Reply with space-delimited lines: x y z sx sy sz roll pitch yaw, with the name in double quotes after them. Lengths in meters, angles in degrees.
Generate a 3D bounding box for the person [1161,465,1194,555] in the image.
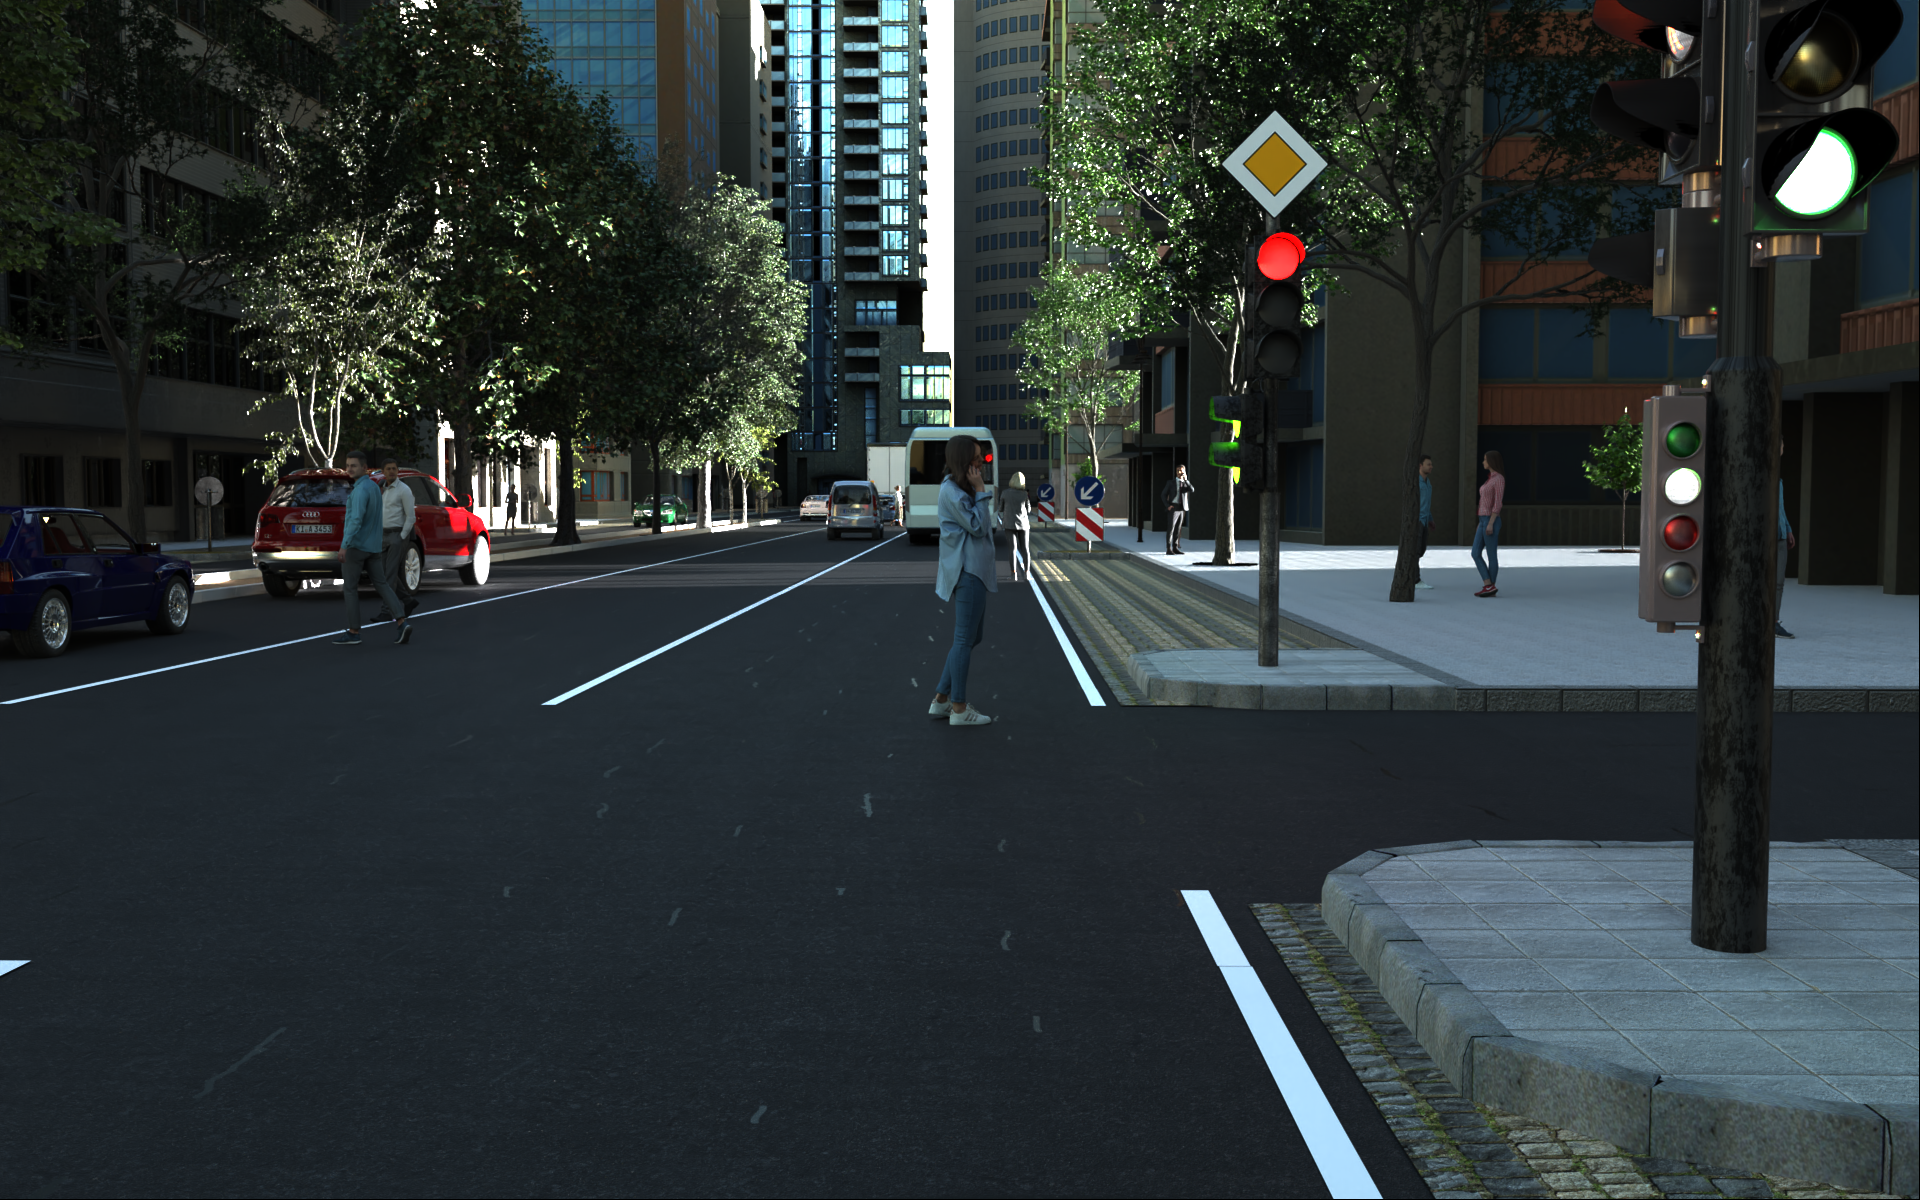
4.625 -1.915 36.719 0.648 1.900 0.474 -2 4 -31 "person"

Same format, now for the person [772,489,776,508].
-17.069 -9.360 159.794 0.721 1.743 1.217 0 4 -5 "person"

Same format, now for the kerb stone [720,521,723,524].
-11.309 -3.585 80.817 0.120 0.150 1.000 0 4 1 "kerb stone"

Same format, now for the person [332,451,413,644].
-5.633 -0.497 16.481 0.748 1.841 0.638 1 4 14 "person"

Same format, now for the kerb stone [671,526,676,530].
-11.488 -2.832 68.497 0.120 0.150 1.000 0 4 1 "kerb stone"

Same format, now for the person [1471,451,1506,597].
6.592 -0.952 21.626 0.388 1.821 0.555 -1 4 -10 "person"

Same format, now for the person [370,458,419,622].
-6.430 -0.671 19.577 0.679 1.850 0.850 2 4 24 "person"

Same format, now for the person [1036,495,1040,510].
6.397 -8.310 142.629 0.721 1.735 1.217 0 4 -8 "person"

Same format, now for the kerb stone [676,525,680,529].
-11.476 -2.895 69.531 0.120 0.150 1.000 0 4 1 "kerb stone"

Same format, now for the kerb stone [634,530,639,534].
-11.603 -2.393 61.328 0.120 0.150 1.000 0 4 1 "kerb stone"

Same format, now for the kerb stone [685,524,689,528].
-11.443 -3.016 71.590 0.120 0.150 1.000 0 4 1 "kerb stone"

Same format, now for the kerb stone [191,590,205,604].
-10.084 -0.009 22.388 0.120 0.150 1.000 0 4 1 "kerb stone"

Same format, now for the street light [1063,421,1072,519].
5.389 -7.014 87.467 0.468 5.910 1.993 0 4 1 "street light"

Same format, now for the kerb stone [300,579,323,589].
-10.033 -0.263 26.489 0.120 0.150 1.000 0 4 1 "kerb stone"

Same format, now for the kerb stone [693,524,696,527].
-11.422 -3.146 73.637 0.120 0.150 1.000 0 4 1 "kerb stone"

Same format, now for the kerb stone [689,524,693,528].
-11.436 -3.082 72.615 0.120 0.150 1.000 0 4 1 "kerb stone"

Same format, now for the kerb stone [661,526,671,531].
-11.512 -2.769 67.467 0.120 0.150 1.000 0 4 1 "kerb stone"

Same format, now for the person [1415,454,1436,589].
6.195 -1.072 23.594 0.620 1.820 0.660 2 4 32 "person"

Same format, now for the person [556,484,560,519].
-20.630 -5.036 88.497 0.853 1.813 0.709 -1 4 -14 "person"

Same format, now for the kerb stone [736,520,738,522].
-11.234 -3.899 85.941 0.120 0.150 1.000 0 4 1 "kerb stone"

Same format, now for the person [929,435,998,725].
0.008 -0.123 10.784 0.793 1.790 0.793 -2 4 -29 "person"

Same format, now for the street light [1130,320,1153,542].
4.800 -4.476 45.972 0.468 5.910 1.993 0 4 1 "street light"

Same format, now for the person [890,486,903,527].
-2.738 -4.040 74.784 0.641 1.798 0.478 1 4 10 "person"

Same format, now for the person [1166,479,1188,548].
5.149 -2.116 40.984 0.599 1.781 0.374 -1 4 -14 "person"

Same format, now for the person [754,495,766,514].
-14.546 -7.190 126.052 0.705 1.824 1.348 2 4 35 "person"

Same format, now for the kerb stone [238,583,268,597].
-10.060 -0.136 24.439 0.120 0.150 1.000 0 4 1 "kerb stone"

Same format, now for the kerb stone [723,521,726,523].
-11.294 -3.648 81.840 0.120 0.150 1.000 0 4 1 "kerb stone"

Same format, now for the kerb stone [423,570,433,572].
-9.934 -0.636 32.640 0.120 0.150 1.000 0 4 1 "kerb stone"

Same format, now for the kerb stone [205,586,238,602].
-10.074 -0.074 23.413 0.120 0.150 1.000 0 4 1 "kerb stone"

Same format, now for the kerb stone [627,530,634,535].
-11.614 -2.331 60.305 0.120 0.150 1.000 0 4 1 "kerb stone"

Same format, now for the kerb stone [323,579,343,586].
-10.017 -0.325 27.511 0.120 0.150 1.000 0 4 1 "kerb stone"

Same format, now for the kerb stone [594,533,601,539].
-11.694 -2.013 55.174 0.120 0.150 1.000 0 4 1 "kerb stone"

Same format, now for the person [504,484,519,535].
-15.540 -3.131 60.027 0.599 1.781 0.374 -2 4 -32 "person"

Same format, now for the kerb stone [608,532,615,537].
-11.663 -2.143 57.228 0.120 0.150 1.000 0 4 1 "kerb stone"

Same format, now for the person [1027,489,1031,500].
6.401 -9.411 160.599 0.721 1.739 1.217 -1 4 -11 "person"

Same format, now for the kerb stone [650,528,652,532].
-11.552 -2.581 64.399 0.120 0.150 1.000 0 4 1 "kerb stone"

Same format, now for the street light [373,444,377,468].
-18.664 -5.041 55.213 0.468 5.910 1.993 0 4 1 "street light"

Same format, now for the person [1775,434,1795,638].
7.207 -0.594 15.624 0.638 1.841 0.748 -1 4 -23 "person"

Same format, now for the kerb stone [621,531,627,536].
-11.631 -2.262 59.272 0.120 0.150 1.000 0 4 1 "kerb stone"

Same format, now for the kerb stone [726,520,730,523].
-11.275 -3.710 82.862 0.120 0.150 1.000 0 4 1 "kerb stone"

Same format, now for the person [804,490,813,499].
-13.622 -9.090 157.250 1.348 1.807 0.705 1 4 20 "person"

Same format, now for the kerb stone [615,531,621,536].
-11.648 -2.205 58.250 0.120 0.150 1.000 0 4 1 "kerb stone"

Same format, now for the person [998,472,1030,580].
0.911 -1.242 28.989 0.537 1.800 0.526 0 4 5 "person"

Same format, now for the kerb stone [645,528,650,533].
-11.576 -2.519 63.377 0.120 0.150 1.000 0 4 1 "kerb stone"

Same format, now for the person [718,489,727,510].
-19.009 -8.134 139.768 1.217 1.736 0.721 1 4 21 "person"

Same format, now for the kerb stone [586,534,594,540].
-11.709 -1.952 54.149 0.120 0.150 1.000 0 4 1 "kerb stone"

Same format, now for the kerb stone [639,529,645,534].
-11.577 -2.456 62.354 0.120 0.150 1.000 0 4 1 "kerb stone"

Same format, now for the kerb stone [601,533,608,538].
-11.685 -2.080 56.206 0.120 0.150 1.000 0 4 1 "kerb stone"

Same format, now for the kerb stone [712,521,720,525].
-11.323 -3.523 79.793 0.120 0.150 1.000 0 4 1 "kerb stone"

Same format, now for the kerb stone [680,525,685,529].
-11.462 -2.958 70.553 0.120 0.150 1.000 0 4 1 "kerb stone"

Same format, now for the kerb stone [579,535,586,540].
-11.725 -1.892 53.126 0.120 0.150 1.000 0 4 1 "kerb stone"

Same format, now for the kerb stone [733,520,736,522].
-11.252 -3.833 84.919 0.120 0.150 1.000 0 4 1 "kerb stone"
